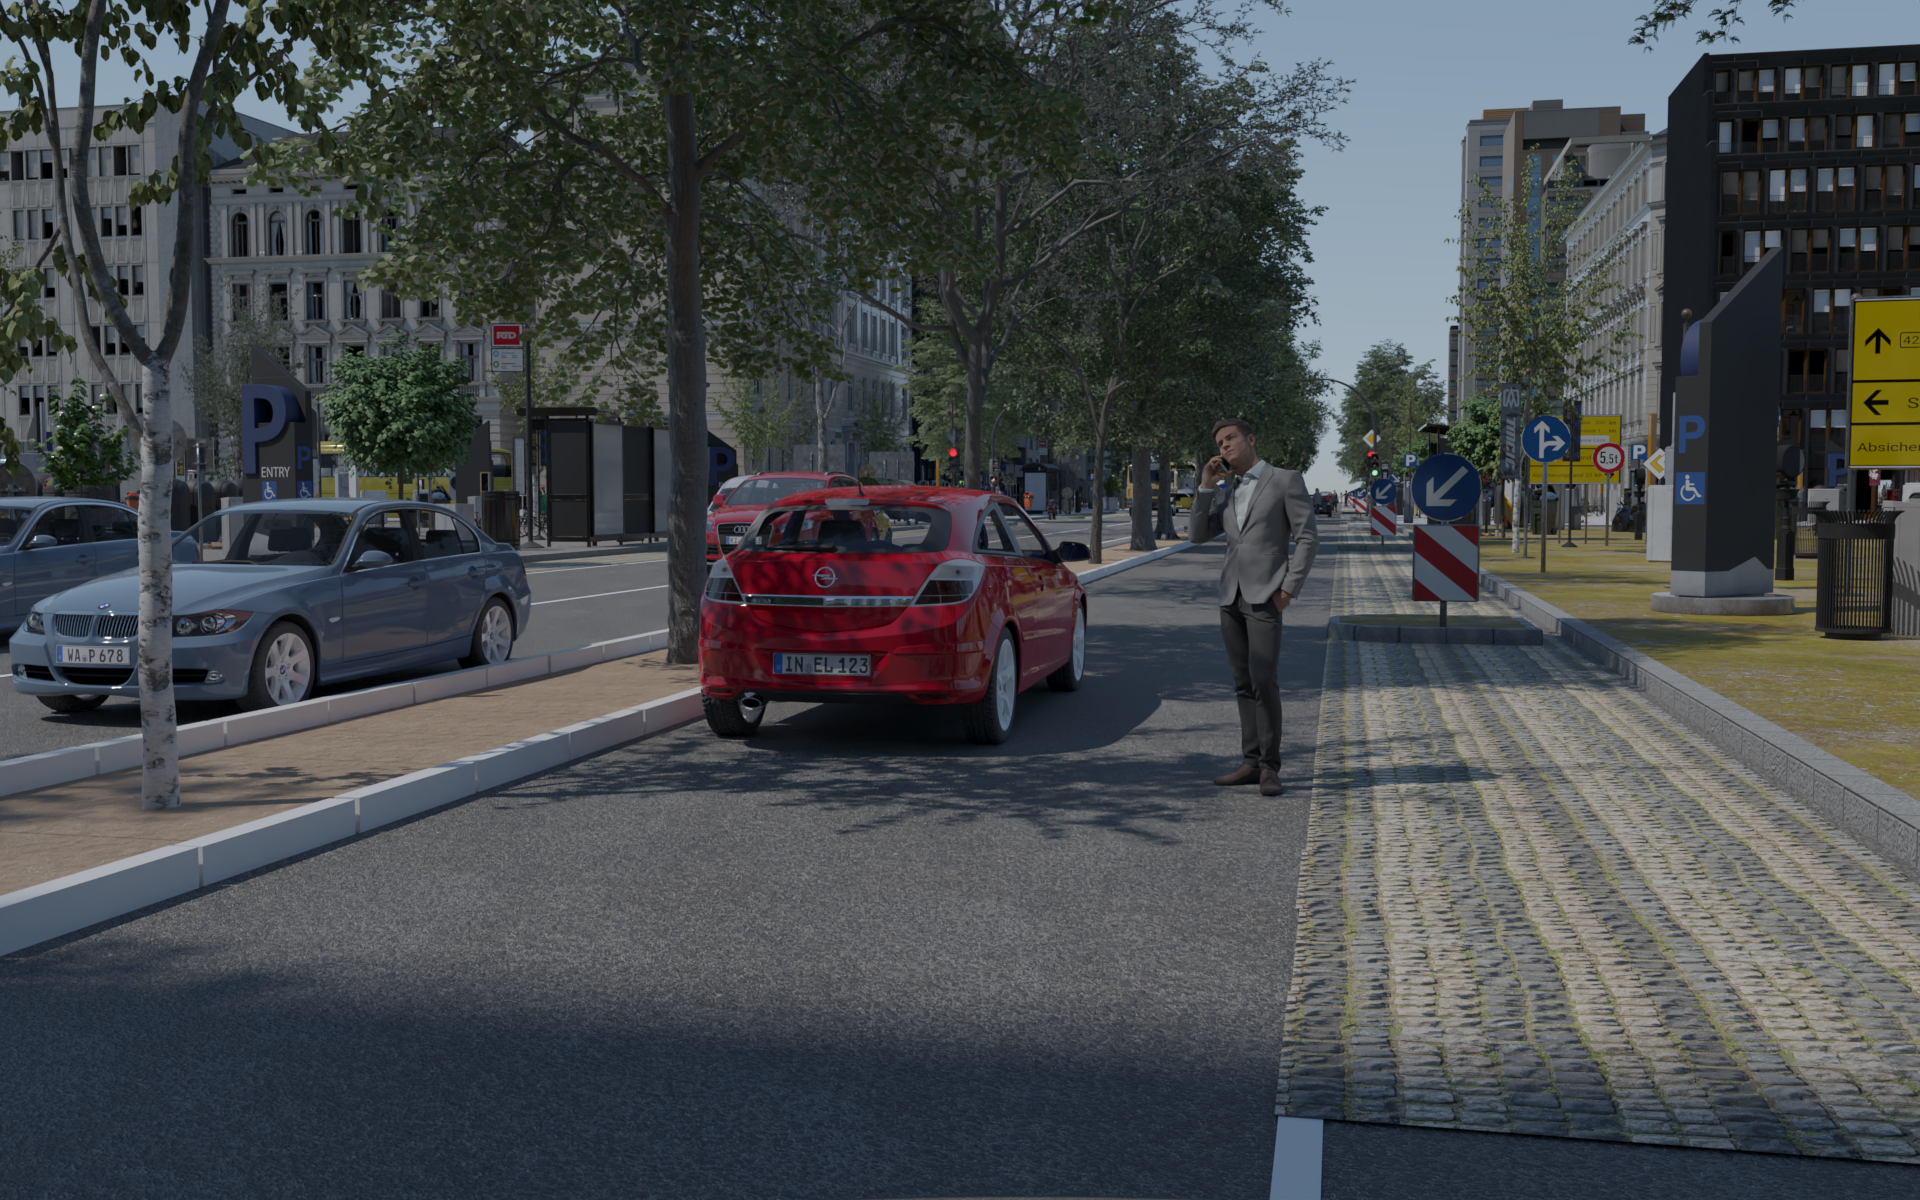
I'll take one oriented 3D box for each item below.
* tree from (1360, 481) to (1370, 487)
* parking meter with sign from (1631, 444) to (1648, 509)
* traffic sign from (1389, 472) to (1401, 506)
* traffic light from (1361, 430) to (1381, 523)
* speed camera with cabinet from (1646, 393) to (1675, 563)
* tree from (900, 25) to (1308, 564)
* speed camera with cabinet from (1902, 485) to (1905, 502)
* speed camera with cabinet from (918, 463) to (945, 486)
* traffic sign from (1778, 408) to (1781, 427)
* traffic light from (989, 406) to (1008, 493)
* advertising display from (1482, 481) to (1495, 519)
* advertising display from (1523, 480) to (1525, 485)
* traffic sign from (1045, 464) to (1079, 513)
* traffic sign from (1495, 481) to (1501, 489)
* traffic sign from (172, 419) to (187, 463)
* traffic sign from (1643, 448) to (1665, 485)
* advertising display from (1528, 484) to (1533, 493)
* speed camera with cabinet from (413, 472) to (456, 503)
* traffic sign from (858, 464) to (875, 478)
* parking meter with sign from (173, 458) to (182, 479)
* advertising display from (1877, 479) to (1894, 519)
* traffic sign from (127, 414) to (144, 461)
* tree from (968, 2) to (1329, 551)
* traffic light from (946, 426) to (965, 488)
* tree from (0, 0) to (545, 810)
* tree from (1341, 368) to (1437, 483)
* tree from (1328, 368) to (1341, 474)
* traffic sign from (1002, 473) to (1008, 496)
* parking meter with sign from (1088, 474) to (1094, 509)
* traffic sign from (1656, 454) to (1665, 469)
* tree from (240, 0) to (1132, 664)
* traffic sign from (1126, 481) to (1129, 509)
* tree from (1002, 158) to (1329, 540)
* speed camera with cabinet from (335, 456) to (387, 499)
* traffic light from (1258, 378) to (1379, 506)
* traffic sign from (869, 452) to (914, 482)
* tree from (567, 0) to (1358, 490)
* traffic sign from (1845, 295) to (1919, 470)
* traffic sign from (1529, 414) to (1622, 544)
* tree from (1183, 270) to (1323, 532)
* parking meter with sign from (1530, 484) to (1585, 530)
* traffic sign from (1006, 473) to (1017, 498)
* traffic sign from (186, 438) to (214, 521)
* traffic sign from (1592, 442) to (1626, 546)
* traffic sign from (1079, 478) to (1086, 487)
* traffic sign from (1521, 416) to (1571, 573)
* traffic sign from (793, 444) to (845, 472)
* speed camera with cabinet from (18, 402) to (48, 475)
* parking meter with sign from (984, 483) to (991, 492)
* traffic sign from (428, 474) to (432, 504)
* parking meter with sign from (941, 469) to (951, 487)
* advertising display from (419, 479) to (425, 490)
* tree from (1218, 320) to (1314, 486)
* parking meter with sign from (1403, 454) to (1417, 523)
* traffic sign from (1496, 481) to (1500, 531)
[{"bbox_3d":[55.728,-15.169,231.726,4.285,4.588,4.351,0,3,0],"label":"tree"},{"bbox_3d":[24.049,-3.978,61.305,0.543,3.016,1.738,2,4,24],"label":"parking meter with sign"},{"bbox_3d":[24.551,-5.965,97.631,0.768,2.556,0.104,1,4,15],"label":"traffic sign"},{"bbox_3d":[17.892,-5.292,75.451,0.839,4.253,0.868,1,4,12],"label":"traffic light"},{"bbox_3d":[13.712,-2.374,33.155,0.660,3.252,2.038,2,4,34],"label":"speed camera with cabinet"},{"bbox_3d":[2.661,-5.983,34.696,8.767,10.594,7.601,1,4,12],"label":"tree"},{"bbox_3d":[14.642,-1.871,24.926,0.660,3.252,2.038,-1,4,-21],"label":"speed camera with cabinet"},{"bbox_3d":[-1.865,-7.641,119.271,2.038,3.252,0.660,1,4,12],"label":"speed camera with cabinet"},{"bbox_3d":[9.103,-1.227,20.168,0.768,2.556,0.104,1,4,22],"label":"traffic sign"},{"bbox_3d":[3.584,-6.358,78.628,4.771,5.953,1.251,1,4,12],"label":"traffic light"},{"bbox_3d":[26.886,-5.080,88.271,0.123,1.923,0.974,-2,4,-27],"label":"advertising display"},{"bbox_3d":[25.380,-4.478,78.432,0.123,1.923,0.974,2,4,30],"label":"advertising display"},{"bbox_3d":[6.799,-7.439,115.495,2.265,3.308,0.079,1,4,13],"label":"traffic sign"},{"bbox_3d":[26.834,-5.302,86.788,0.768,2.556,0.104,1,4,22],"label":"traffic sign"},{"bbox_3d":[-13.360,-1.778,29.173,0.768,2.556,0.104,1,4,14],"label":"traffic sign"},{"bbox_3d":[17.503,-2.580,43.375,0.795,2.450,0.064,1,4,18],"label":"traffic sign"},{"bbox_3d":[35.830,-6.397,109.799,0.974,1.923,0.123,-1,4,-11],"label":"advertising display"},{"bbox_3d":[-20.650,-4.557,68.843,2.038,3.252,0.660,0,4,-7],"label":"speed camera with cabinet"},{"bbox_3d":[-3.933,-4.457,72.981,0.768,2.556,0.104,1,4,18],"label":"traffic sign"},{"bbox_3d":[-28.437,-4.019,61.964,1.738,3.016,0.543,3,5,43],"label":"parking meter with sign"},{"bbox_3d":[40.143,-4.276,75.130,0.123,1.923,0.974,0,4,-5],"label":"advertising display"},{"bbox_3d":[-12.849,-1.666,27.338,0.768,2.556,0.104,1,4,19],"label":"traffic sign"},{"bbox_3d":[4.626,-8.209,43.322,9.857,13.997,8.962,0,3,0],"label":"tree"},{"bbox_3d":[-0.204,-5.035,71.249,0.839,4.253,0.868,1,4,12],"label":"traffic light"},{"bbox_3d":[-3.624,-3.366,7.861,4.737,8.622,4.395,0,3,0],"label":"tree"},{"bbox_3d":[38.449,-14.486,153.855,9.611,12.733,9.660,0,3,0],"label":"tree"},{"bbox_3d":[15.043,-10.536,91.735,9.611,12.733,9.660,0,3,0],"label":"tree"},{"bbox_3d":[2.877,-6.425,105.160,0.768,2.556,0.104,1,4,21],"label":"traffic sign"},{"bbox_3d":[11.287,-9.348,149.094,0.543,3.016,1.738,0,4,-6],"label":"parking meter with sign"},{"bbox_3d":[16.776,-2.419,40.730,0.795,2.450,0.064,1,4,19],"label":"traffic sign"},{"bbox_3d":[-2.268,-5.707,13.894,7.486,12.596,7.792,0,3,0],"label":"tree"},{"bbox_3d":[14.939,-9.366,153.238,0.768,2.556,0.104,1,4,19],"label":"traffic sign"},{"bbox_3d":[6.447,-8.243,54.243,9.611,12.733,9.660,0,3,0],"label":"tree"},{"bbox_3d":[-25.715,-4.894,74.355,2.038,3.252,0.660,-2,4,-34],"label":"speed camera with cabinet"},{"bbox_3d":[14.104,-5.706,67.965,4.771,5.953,1.251,1,4,12],"label":"traffic light"},{"bbox_3d":[-3.296,-5.459,83.135,2.265,3.308,0.079,1,4,16],"label":"traffic sign"},{"bbox_3d":[0.191,-6.807,24.125,12.009,13.543,11.850,0,3,0],"label":"tree"},{"bbox_3d":[10.285,-1.456,17.682,2.265,3.308,0.079,1,4,17],"label":"traffic sign"},{"bbox_3d":[15.775,-3.096,44.498,2.265,3.308,0.079,1,4,14],"label":"traffic sign"},{"bbox_3d":[8.872,-8.333,64.462,9.928,11.665,9.643,0,3,0],"label":"tree"},{"bbox_3d":[21.218,-4.000,61.654,1.738,3.016,0.543,1,4,19],"label":"parking meter with sign"},{"bbox_3d":[3.013,-6.342,103.802,0.768,2.556,0.104,1,4,15],"label":"traffic sign"},{"bbox_3d":[-13.820,-1.796,31.500,0.606,2.300,0.079,1,4,18],"label":"traffic sign"},{"bbox_3d":[15.983,-2.606,42.721,0.768,2.556,0.104,1,4,16],"label":"traffic sign"},{"bbox_3d":[9.639,-8.446,138.196,0.768,2.556,0.104,1,4,17],"label":"traffic sign"},{"bbox_3d":[9.528,-1.720,28.222,0.768,2.556,0.104,1,4,17],"label":"traffic sign"},{"bbox_3d":[-5.771,-4.710,70.882,2.265,3.308,0.079,1,4,17],"label":"traffic sign"},{"bbox_3d":[-20.068,-2.672,38.031,0.660,3.252,2.038,-1,4,-11],"label":"speed camera with cabinet"},{"bbox_3d":[1.961,-7.289,115.433,0.543,3.016,1.738,3,5,43],"label":"parking meter with sign"},{"bbox_3d":[-12.080,-2.408,39.473,0.768,2.556,0.104,1,4,18],"label":"traffic sign"},{"bbox_3d":[-0.842,-6.766,106.892,0.543,3.016,1.738,-2,4,-26],"label":"parking meter with sign"},{"bbox_3d":[-22.911,-4.184,73.626,0.123,1.923,0.974,-2,4,-28],"label":"advertising display"},{"bbox_3d":[12.912,-9.911,82.636,7.486,12.596,7.792,0,3,0],"label":"tree"},{"bbox_3d":[19.839,-4.906,76.468,0.543,3.016,1.738,1,4,13],"label":"parking meter with sign"},{"bbox_3d":[17.152,-3.369,55.190,0.768,2.556,0.104,1,4,17],"label":"traffic sign"}]
